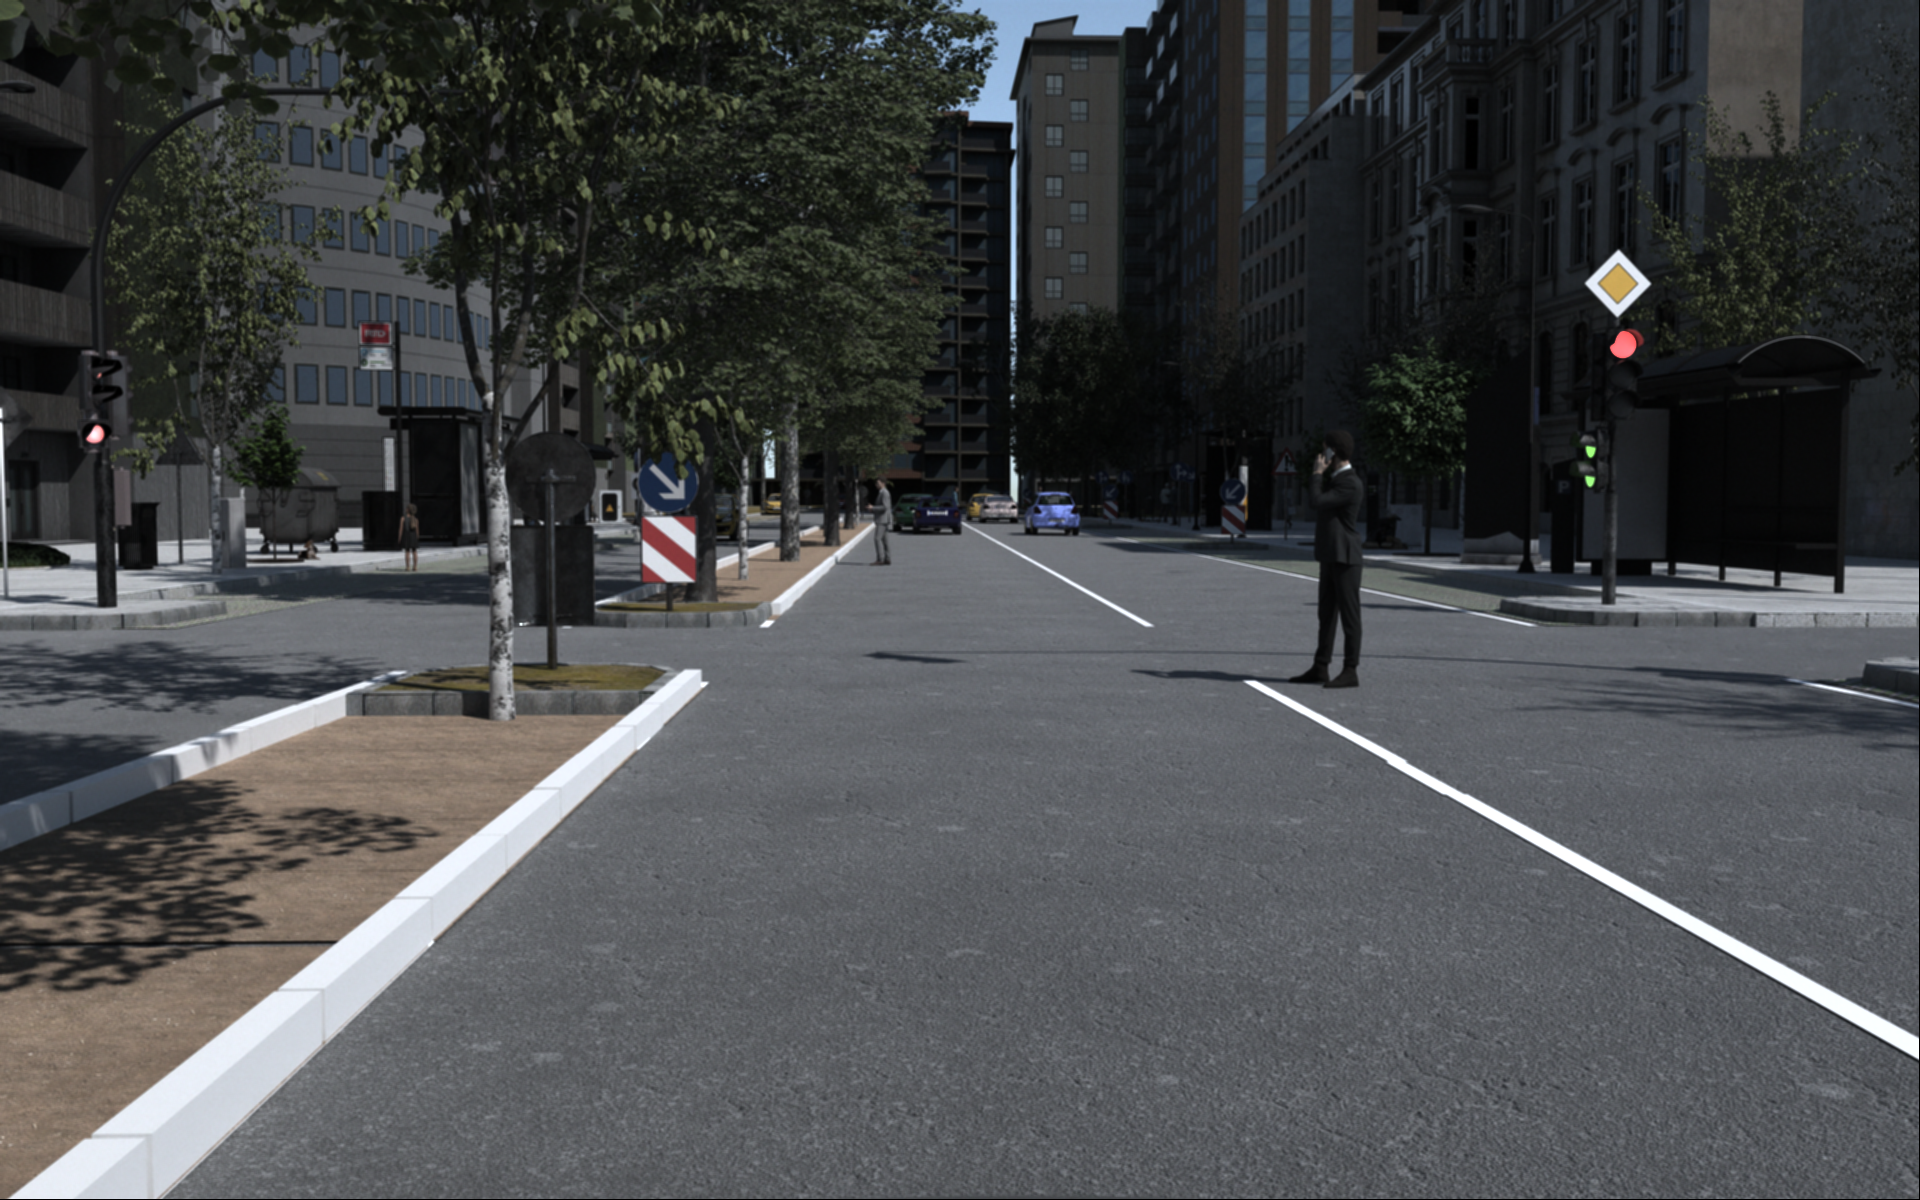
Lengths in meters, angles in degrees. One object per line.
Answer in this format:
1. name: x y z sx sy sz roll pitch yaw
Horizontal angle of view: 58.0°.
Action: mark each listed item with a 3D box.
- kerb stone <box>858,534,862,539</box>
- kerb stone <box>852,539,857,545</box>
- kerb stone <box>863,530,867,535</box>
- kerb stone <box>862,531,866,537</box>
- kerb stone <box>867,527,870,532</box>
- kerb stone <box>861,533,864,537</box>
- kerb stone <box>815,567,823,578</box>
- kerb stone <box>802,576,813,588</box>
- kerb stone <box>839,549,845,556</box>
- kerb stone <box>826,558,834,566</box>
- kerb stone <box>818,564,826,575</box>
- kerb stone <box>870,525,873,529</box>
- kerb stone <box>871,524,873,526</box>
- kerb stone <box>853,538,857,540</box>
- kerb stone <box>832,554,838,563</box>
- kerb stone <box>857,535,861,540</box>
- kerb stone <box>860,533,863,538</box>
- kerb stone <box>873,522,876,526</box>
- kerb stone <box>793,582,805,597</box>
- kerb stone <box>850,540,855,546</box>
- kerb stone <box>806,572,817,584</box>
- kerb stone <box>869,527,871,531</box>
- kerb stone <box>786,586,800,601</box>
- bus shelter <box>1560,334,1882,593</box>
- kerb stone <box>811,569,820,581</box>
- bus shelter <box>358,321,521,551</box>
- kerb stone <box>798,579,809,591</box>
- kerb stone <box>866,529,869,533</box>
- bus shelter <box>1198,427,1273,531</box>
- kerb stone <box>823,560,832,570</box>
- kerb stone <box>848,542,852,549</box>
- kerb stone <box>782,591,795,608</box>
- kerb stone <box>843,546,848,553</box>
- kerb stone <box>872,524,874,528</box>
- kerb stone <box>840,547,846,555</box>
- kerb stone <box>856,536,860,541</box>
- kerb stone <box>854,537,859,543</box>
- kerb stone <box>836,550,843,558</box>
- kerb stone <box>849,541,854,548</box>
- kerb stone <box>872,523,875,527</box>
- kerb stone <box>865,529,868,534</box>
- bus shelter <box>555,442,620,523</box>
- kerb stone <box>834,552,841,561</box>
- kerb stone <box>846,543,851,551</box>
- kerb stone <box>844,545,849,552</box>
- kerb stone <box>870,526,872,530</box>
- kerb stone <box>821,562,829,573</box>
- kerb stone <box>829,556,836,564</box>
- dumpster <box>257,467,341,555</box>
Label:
1. kerb stone: -3.082 -1.795 51.625 0.120 0.150 1.000 0 4 -2
2. kerb stone: -2.920 -1.481 46.500 0.120 0.150 1.000 0 4 -2
3. kerb stone: -3.252 -2.173 57.766 0.120 0.150 1.000 0 4 -2
4. kerb stone: -3.190 -2.049 55.720 0.120 0.150 1.000 0 4 -2
5. kerb stone: -3.372 -2.426 61.856 0.120 0.150 1.000 0 4 -2
6. kerb stone: -3.138 -1.925 53.674 0.120 0.150 1.000 0 4 -2
7. kerb stone: -2.421 -0.420 29.069 0.120 0.150 1.000 0 4 -2
8. kerb stone: -2.340 -0.231 26.002 0.120 0.150 1.000 0 4 -2
9. kerb stone: -2.686 -0.985 38.300 0.120 0.150 1.000 0 4 -2
10. kerb stone: -2.546 -0.671 33.173 0.120 0.150 1.000 0 4 -2
11. kerb stone: -2.453 -0.482 30.091 0.120 0.150 1.000 0 4 -2
12. kerb stone: -3.491 -2.676 65.953 0.120 0.150 1.000 0 4 -2
13. kerb stone: -3.526 -2.739 66.975 0.120 0.150 1.000 0 4 -2
14. kerb stone: -2.961 -1.549 47.529 0.120 0.150 1.000 0 4 -2
15. kerb stone: -2.607 -0.795 35.235 0.120 0.150 1.000 0 4 -2
16. kerb stone: -3.043 -1.737 50.603 0.120 0.150 1.000 0 4 -2
17. kerb stone: -3.108 -1.860 52.652 0.120 0.150 1.000 0 4 -2
18. kerb stone: -3.674 -3.053 72.122 0.120 0.150 1.000 0 4 -2
19. kerb stone: -2.271 -0.107 23.950 0.120 0.150 1.000 0 4 -2
20. kerb stone: -2.894 -1.424 45.476 0.120 0.150 1.000 0 4 -2
21. kerb stone: -2.360 -0.295 27.024 0.120 0.150 1.000 0 4 -2
22. kerb stone: -3.401 -2.488 62.880 0.120 0.150 1.000 0 4 -2
23. kerb stone: -2.248 -0.045 22.928 0.120 0.150 1.000 0 4 -2
24. bus shelter: 10.583 -1.884 24.730 2.014 3.302 5.546 0 4 -2
25. kerb stone: -2.391 -0.357 28.047 0.120 0.150 1.000 0 4 -2
26. bus shelter: -12.925 -3.994 42.939 2.179 5.291 8.768 0 4 -2
27. kerb stone: -2.309 -0.168 24.978 0.120 0.150 1.000 0 4 -2
28. kerb stone: -3.314 -2.295 59.809 0.120 0.150 1.000 0 4 -2
29. bus shelter: 10.019 -4.407 63.339 1.731 3.624 6.357 0 4 -2
30. kerb stone: -2.506 -0.608 32.142 0.120 0.150 1.000 0 4 -2
31. kerb stone: -2.839 -1.295 43.430 0.120 0.150 1.000 0 4 -2
32. kerb stone: -2.213 0.018 21.906 0.120 0.150 1.000 0 4 -2
33. kerb stone: -2.742 -1.107 40.352 0.120 0.150 1.000 0 4 -2
34. kerb stone: -3.545 -2.801 68.008 0.120 0.150 1.000 0 4 -2
35. kerb stone: -2.723 -1.047 39.322 0.120 0.150 1.000 0 4 -2
36. kerb stone: -3.015 -1.674 49.577 0.120 0.150 1.000 0 4 -2
37. kerb stone: -2.989 -1.607 48.554 0.120 0.150 1.000 0 4 -2
38. kerb stone: -2.657 -0.923 37.279 0.120 0.150 1.000 0 4 -2
39. kerb stone: -2.866 -1.358 44.452 0.120 0.150 1.000 0 4 -2
40. kerb stone: -3.609 -2.927 70.059 0.120 0.150 1.000 0 4 -2
41. kerb stone: -3.284 -2.237 58.787 0.120 0.150 1.000 0 4 -2
42. bus shelter: -14.833 -4.533 68.035 2.014 3.302 5.546 0 4 -2
43. kerb stone: -2.618 -0.858 36.257 0.120 0.150 1.000 0 4 -2
44. kerb stone: -2.796 -1.236 42.402 0.120 0.150 1.000 0 4 -2
45. kerb stone: -2.781 -1.173 41.380 0.120 0.150 1.000 0 4 -2
46. kerb stone: -3.457 -2.613 64.925 0.120 0.150 1.000 0 4 -2
47. kerb stone: -2.477 -0.543 31.113 0.120 0.150 1.000 0 4 -2
48. kerb stone: -2.573 -0.734 34.206 0.120 0.150 1.000 0 4 -2
49. dumpster: -14.215 -1.926 37.246 1.264 1.857 1.865 0 4 -2
